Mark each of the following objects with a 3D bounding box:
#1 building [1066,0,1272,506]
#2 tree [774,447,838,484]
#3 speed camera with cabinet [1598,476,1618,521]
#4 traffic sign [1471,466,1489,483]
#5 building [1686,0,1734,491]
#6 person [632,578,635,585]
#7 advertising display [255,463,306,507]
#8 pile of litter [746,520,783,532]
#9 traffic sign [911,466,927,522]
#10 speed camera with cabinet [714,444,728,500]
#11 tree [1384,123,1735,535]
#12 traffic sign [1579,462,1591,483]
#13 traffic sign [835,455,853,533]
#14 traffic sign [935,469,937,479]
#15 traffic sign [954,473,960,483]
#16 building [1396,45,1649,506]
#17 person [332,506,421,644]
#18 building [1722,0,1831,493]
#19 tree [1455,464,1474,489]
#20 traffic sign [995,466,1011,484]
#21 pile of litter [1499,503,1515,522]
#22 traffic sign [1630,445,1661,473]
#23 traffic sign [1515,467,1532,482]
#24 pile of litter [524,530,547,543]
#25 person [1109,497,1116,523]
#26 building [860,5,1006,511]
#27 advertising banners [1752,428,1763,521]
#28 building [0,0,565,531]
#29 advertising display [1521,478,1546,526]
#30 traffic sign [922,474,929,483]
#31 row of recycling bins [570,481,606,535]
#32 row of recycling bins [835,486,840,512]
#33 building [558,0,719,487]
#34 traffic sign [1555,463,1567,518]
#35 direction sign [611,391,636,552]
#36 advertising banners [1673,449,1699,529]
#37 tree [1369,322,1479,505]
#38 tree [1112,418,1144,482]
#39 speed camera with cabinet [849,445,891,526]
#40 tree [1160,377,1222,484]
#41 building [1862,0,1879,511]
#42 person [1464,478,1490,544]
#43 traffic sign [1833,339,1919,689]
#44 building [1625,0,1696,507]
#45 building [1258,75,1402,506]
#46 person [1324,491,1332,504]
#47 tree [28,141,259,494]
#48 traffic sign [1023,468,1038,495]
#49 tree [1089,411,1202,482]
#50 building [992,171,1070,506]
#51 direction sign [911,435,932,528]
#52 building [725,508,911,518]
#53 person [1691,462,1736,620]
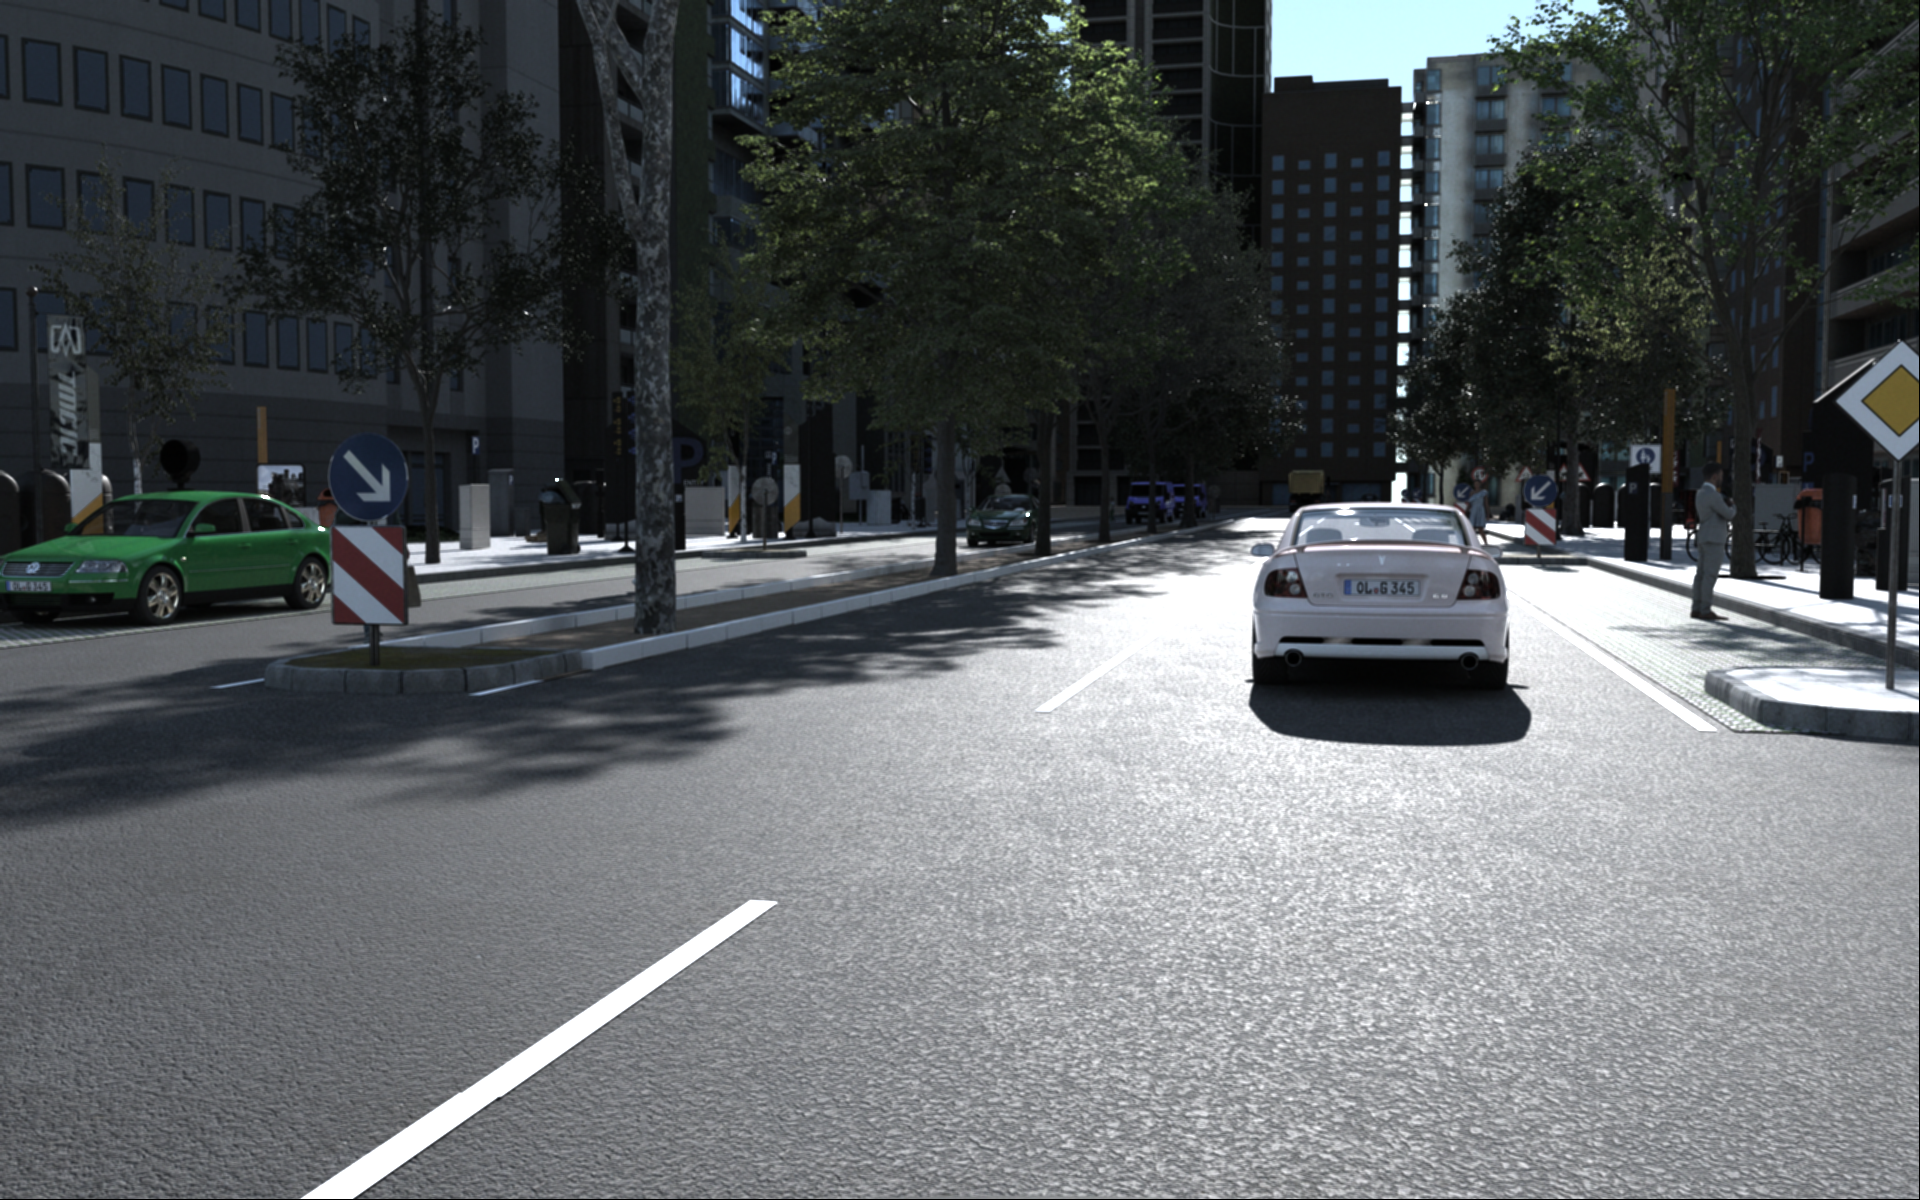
[{"bbox_3d":[23.857,-46.221,193.963,20.611,71.187,20.563,1,4,13],"label":"building"},{"bbox_3d":[-7.975,-6.501,90.009,4.285,4.588,4.351,0,3,0],"label":"tree"},{"bbox_3d":[30.945,-5.414,82.860,2.038,3.252,0.660,0,4,3],"label":"speed camera with cabinet"},{"bbox_3d":[23.900,-4.867,79.685,0.768,2.556,0.104,1,4,17],"label":"traffic sign"},{"bbox_3d":[51.702,-25.745,104.525,14.154,41.232,14.086,1,4,13],"label":"building"},{"bbox_3d":[-4.557,-1.002,25.554,0.598,1.740,0.731,-2,4,-31],"label":"person"},{"bbox_3d":[-14.188,-1.896,36.218,0.974,1.923,0.123,-1,4,-14],"label":"advertising display"},{"bbox_3d":[-6.688,-2.706,58.211,1.719,0.858,1.176,-2,4,-29],"label":"pile of litter"},{"bbox_3d":[-1.912,-4.865,79.653,0.768,2.556,0.104,1,4,17],"label":"traffic sign"},{"bbox_3d":[-9.745,-4.566,68.983,0.660,3.252,2.038,-3,4,-37],"label":"speed camera with cabinet"},{"bbox_3d":[19.167,-8.373,53.906,9.611,12.733,9.660,0,3,0],"label":"tree"},{"bbox_3d":[25.328,-4.332,70.824,0.884,2.594,0.081,1,4,15],"label":"traffic sign"},{"bbox_3d":[-3.893,-3.467,56.792,0.768,2.556,0.104,1,4,17],"label":"traffic sign"},{"bbox_3d":[-0.828,-4.911,80.408,0.768,2.556,0.104,1,4,17],"label":"traffic sign"},{"bbox_3d":[-0.437,-5.058,82.694,0.884,2.594,0.081,1,4,17],"label":"traffic sign"},{"bbox_3d":[62.865,-34.702,186.986,30.456,49.044,23.786,1,4,13],"label":"building"},{"bbox_3d":[-5.453,-0.476,16.264,0.794,1.824,0.713,-2,4,-35],"label":"person"},{"bbox_3d":[49.209,-26.934,90.487,14.600,45.320,14.200,1,4,13],"label":"building"},{"bbox_3d":[31.538,-6.977,108.675,1.663,3.219,1.824,0,3,0],"label":"tree"},{"bbox_3d":[1.907,-4.882,79.824,0.884,2.594,0.081,1,4,14],"label":"traffic sign"},{"bbox_3d":[26.651,-4.235,83.210,1.719,0.858,1.176,-1,4,-9],"label":"pile of litter"},{"bbox_3d":[14.129,-2.057,35.755,0.606,2.300,0.079,1,4,18],"label":"traffic sign"},{"bbox_3d":[23.918,-4.477,73.209,0.884,2.594,0.081,1,4,18],"label":"traffic sign"},{"bbox_3d":[-11.119,-1.989,46.485,1.176,0.858,1.719,0,4,-3],"label":"pile of litter"},{"bbox_3d":[7.513,-4.442,85.373,0.306,1.304,0.590,3,5,41],"label":"person"},{"bbox_3d":[-11.602,-33.781,141.562,27.495,52.752,28.713,1,4,13],"label":"building"},{"bbox_3d":[20.605,-2.997,45.191,0.090,3.025,2.074,3,5,40],"label":"advertising banners"},{"bbox_3d":[-28.060,-31.157,51.414,21.231,58.520,28.212,1,4,13],"label":"building"},{"bbox_3d":[23.302,-3.984,70.350,0.974,1.923,0.123,0,4,-3],"label":"advertising display"},{"bbox_3d":[-1.817,-4.980,81.524,0.768,2.556,0.104,1,4,16],"label":"traffic sign"},{"bbox_3d":[-12.145,-3.017,56.442,1.069,1.692,3.534,-2,4,-24],"label":"row of recycling bins"},{"bbox_3d":[-6.274,-4.728,84.422,1.069,1.692,3.534,0,4,-2],"label":"row of recycling bins"},{"bbox_3d":[-20.388,-24.247,80.034,14.154,41.232,14.086,1,4,13],"label":"building"},{"bbox_3d":[25.139,-4.414,72.169,0.884,2.594,0.081,1,4,17],"label":"traffic sign"},{"bbox_3d":[-7.384,-2.828,38.242,0.876,3.537,0.379,3,5,42],"label":"direction sign"},{"bbox_3d":[26.556,-4.079,62.876,2.074,3.025,0.090,-1,4,-13],"label":"advertising banners"},{"bbox_3d":[34.278,-13.032,123.441,12.009,13.543,11.850,0,3,0],"label":"tree"},{"bbox_3d":[12.691,-10.632,124.198,4.360,8.622,3.978,0,3,0],"label":"tree"},{"bbox_3d":[-3.667,-4.677,70.811,0.660,3.252,2.038,3,4,37],"label":"speed camera with cabinet"},{"bbox_3d":[21.845,-15.754,164.236,9.857,13.997,8.962,0,3,0],"label":"tree"},{"bbox_3d":[46.697,-26.933,64.058,21.300,48.544,21.600,1,4,13],"label":"building"},{"bbox_3d":[12.423,-2.021,41.634,0.778,1.811,0.616,-3,5,-44],"label":"person"},{"bbox_3d":[6.116,-0.470,11.333,0.795,2.450,0.064,1,4,13],"label":"traffic sign"},{"bbox_3d":[63.719,-32.715,124.132,28.713,52.752,27.495,1,4,13],"label":"building"},{"bbox_3d":[40.205,-32.911,188.197,14.200,45.320,14.600,1,4,13],"label":"building"},{"bbox_3d":[34.023,-9.250,160.287,0.990,1.755,0.434,3,4,38],"label":"person"},{"bbox_3d":[-17.513,-5.315,37.271,4.360,8.622,3.978,0,3,0],"label":"tree"},{"bbox_3d":[3.414,-5.139,84.130,0.768,2.556,0.104,1,4,22],"label":"traffic sign"},{"bbox_3d":[14.557,-12.258,134.833,8.767,10.594,7.601,-1,4,-11],"label":"tree"},{"bbox_3d":[2.091,-35.251,200.050,21.600,48.544,21.300,1,4,13],"label":"building"},{"bbox_3d":[-1.484,-4.554,66.452,0.876,3.537,0.379,-2,4,-27],"label":"direction sign"},{"bbox_3d":[-15.923,-48.654,108.166,22.319,86.520,31.000,1,4,13],"label":"building"},{"bbox_3d":[8.620,-0.677,19.742,0.466,1.800,0.511,-1,4,-9],"label":"person"}]
